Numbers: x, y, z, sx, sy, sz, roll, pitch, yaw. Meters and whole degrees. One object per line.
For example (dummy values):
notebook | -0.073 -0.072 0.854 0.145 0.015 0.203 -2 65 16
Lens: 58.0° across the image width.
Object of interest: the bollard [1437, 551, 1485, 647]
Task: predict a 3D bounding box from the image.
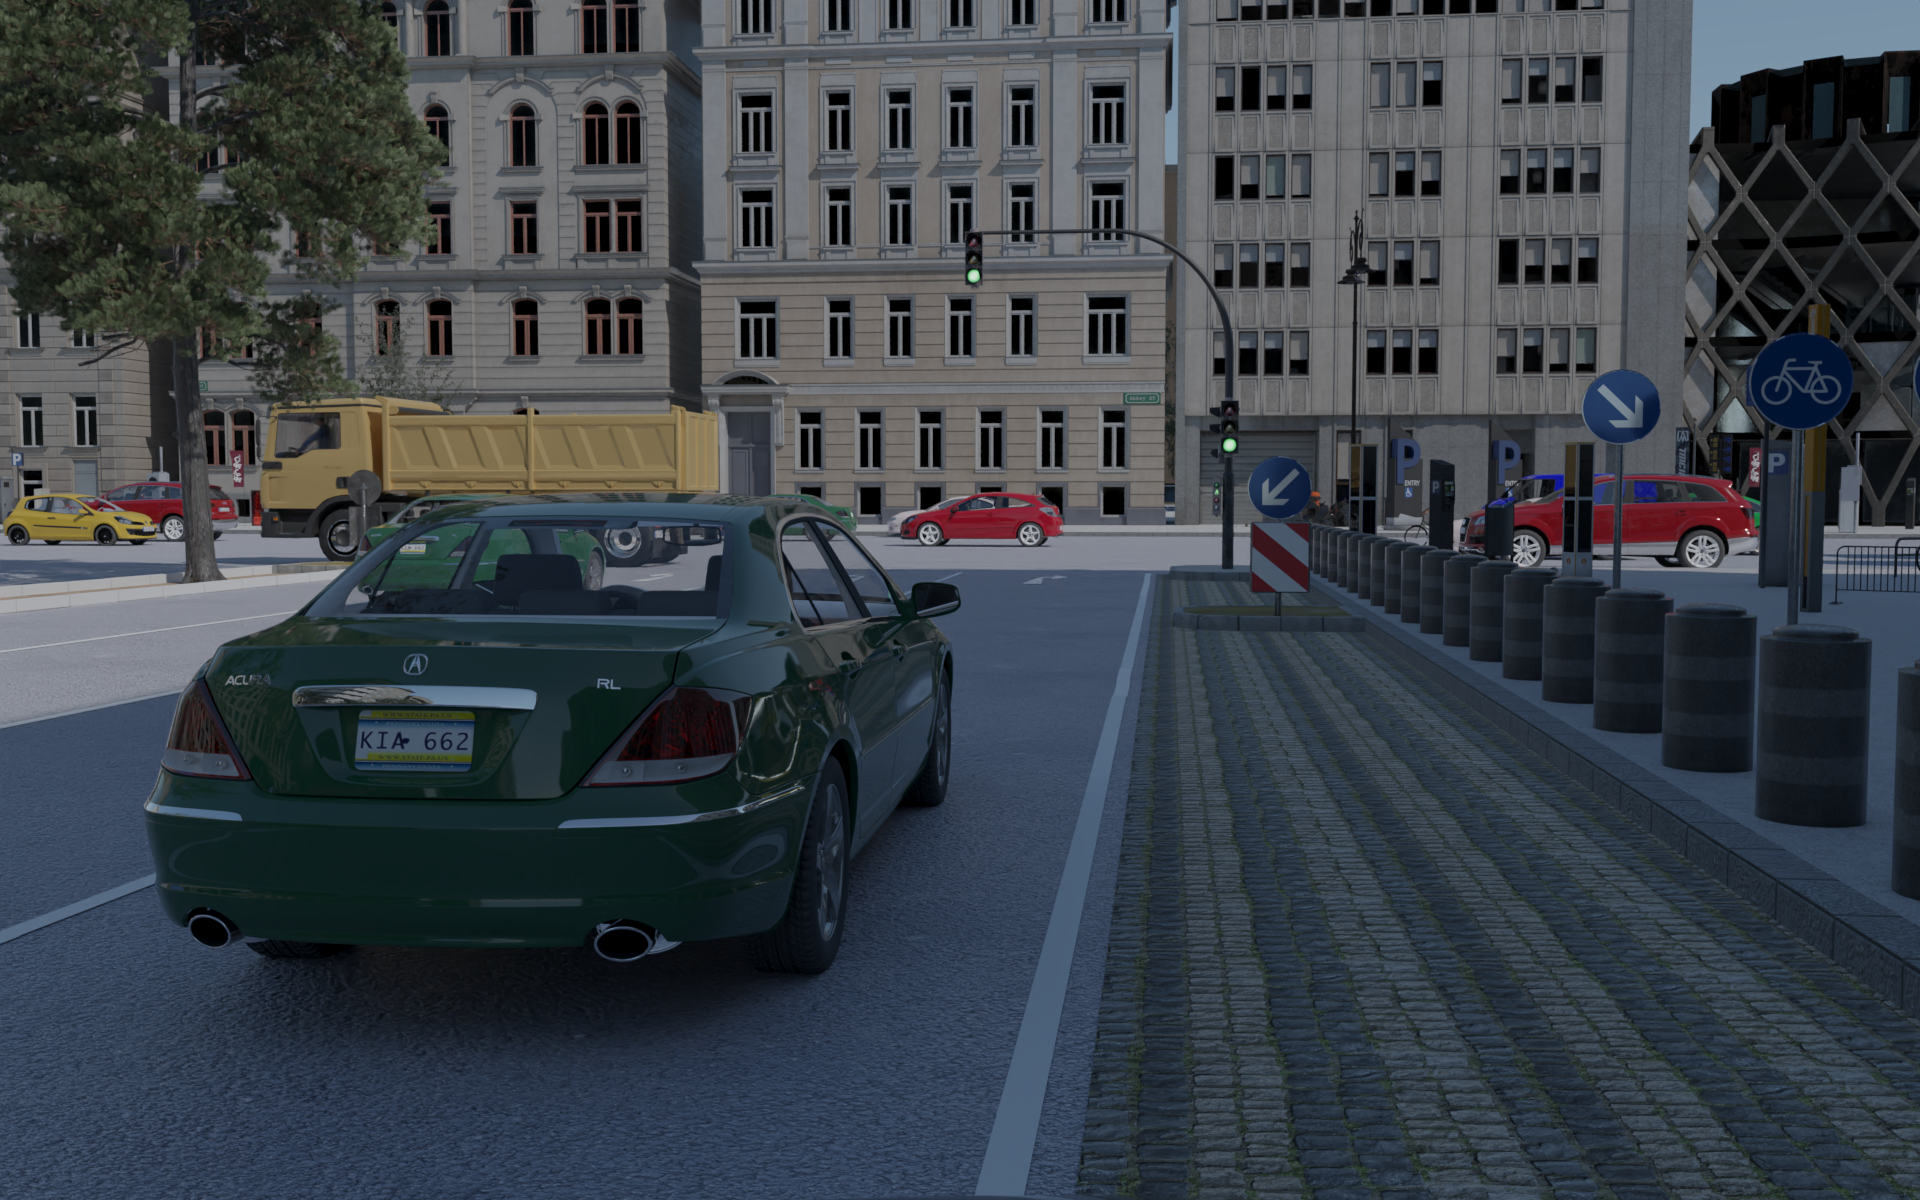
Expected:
bollard | 4.307 0.002 14.684 0.404 0.777 0.398 0 3 0

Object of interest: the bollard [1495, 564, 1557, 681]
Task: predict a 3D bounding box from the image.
bollard | 3.992 0.162 12.061 0.404 0.777 0.398 0 3 0

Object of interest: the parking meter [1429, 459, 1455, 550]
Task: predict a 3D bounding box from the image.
parking meter | 8.078 -1.426 29.034 0.255 1.863 0.399 -2 4 -24

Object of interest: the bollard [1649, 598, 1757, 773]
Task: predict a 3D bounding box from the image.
bollard | 3.519 0.403 8.136 0.404 0.777 0.398 0 3 0

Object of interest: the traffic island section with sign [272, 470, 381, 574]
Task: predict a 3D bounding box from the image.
traffic island section with sign | -11.213 -1.448 31.805 2.006 1.907 1.989 0 4 7

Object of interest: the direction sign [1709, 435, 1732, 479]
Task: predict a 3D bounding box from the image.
direction sign | 29.051 -4.540 66.229 0.379 3.537 0.876 -3 5 -39

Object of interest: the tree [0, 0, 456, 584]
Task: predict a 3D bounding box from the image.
tree | -12.198 -7.181 27.285 7.806 13.903 7.818 0 3 0

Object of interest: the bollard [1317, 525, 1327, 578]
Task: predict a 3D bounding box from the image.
bollard | 5.721 -0.721 26.513 0.404 0.777 0.398 0 3 0

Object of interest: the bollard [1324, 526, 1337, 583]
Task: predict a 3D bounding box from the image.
bollard | 5.556 -0.641 25.190 0.404 0.777 0.398 0 3 0

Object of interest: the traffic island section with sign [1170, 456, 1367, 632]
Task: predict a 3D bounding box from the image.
traffic island section with sign | 3.327 -0.628 18.890 1.989 1.847 2.006 0 4 7

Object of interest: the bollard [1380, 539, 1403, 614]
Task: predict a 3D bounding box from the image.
bollard | 4.773 -0.238 18.613 0.404 0.777 0.398 0 3 0

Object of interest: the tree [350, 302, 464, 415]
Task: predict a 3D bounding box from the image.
tree | -21.474 -7.113 66.654 4.360 8.622 3.978 0 3 0

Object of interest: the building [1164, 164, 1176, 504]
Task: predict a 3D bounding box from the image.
building | 29.691 -35.715 234.045 14.200 45.320 14.600 0 4 7

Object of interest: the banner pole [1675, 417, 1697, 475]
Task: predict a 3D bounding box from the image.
banner pole | 23.839 -4.085 56.809 0.401 3.779 0.863 -3 5 -43

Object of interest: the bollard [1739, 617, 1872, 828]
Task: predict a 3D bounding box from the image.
bollard | 3.363 0.483 6.828 0.404 0.777 0.398 0 3 0

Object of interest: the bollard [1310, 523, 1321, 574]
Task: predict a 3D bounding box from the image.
bollard | 5.877 -0.802 27.822 0.404 0.777 0.398 0 3 0

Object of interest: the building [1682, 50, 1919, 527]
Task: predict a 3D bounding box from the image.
building | 37.838 -12.681 74.792 16.811 18.784 16.820 0 4 7

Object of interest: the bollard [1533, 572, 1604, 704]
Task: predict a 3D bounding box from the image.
bollard | 3.828 0.243 10.751 0.404 0.777 0.398 0 3 0

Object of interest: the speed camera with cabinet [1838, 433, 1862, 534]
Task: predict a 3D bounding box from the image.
speed camera with cabinet | 29.230 -3.827 56.911 0.660 3.252 2.038 2 4 26

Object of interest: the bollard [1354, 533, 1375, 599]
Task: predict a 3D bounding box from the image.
bollard | 5.090 -0.399 21.237 0.404 0.777 0.398 0 3 0

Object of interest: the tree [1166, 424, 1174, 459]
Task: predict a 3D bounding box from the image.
tree | 18.800 -11.883 128.703 8.767 10.594 7.601 3 5 42

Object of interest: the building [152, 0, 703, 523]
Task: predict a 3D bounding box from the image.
building | -22.687 -17.912 80.245 23.554 28.519 14.401 0 4 7

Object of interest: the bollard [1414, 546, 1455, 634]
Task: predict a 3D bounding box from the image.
bollard | 4.459 -0.078 15.992 0.404 0.777 0.398 0 3 0

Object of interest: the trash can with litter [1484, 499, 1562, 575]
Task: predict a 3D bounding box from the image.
trash can with litter | 8.645 -0.947 26.535 2.233 1.210 1.678 -1 4 -23

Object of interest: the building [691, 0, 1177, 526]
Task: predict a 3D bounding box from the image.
building | -0.519 -17.810 77.105 20.117 28.700 13.634 0 4 7

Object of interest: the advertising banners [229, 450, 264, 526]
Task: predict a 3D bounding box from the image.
advertising banners | -28.178 -4.485 69.523 2.074 3.025 0.090 -1 4 -17

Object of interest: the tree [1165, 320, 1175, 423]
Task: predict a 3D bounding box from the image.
tree | 24.770 -20.383 189.157 12.611 20.169 13.585 0 3 0

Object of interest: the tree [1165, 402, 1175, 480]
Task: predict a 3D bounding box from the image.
tree | 22.731 -14.756 158.263 9.611 12.733 9.660 0 3 0

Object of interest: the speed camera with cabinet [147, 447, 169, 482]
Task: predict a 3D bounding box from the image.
speed camera with cabinet | -34.205 -4.798 72.786 2.038 3.252 0.660 1 4 22

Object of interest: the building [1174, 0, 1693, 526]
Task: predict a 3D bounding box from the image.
building | 19.386 -15.719 75.033 19.932 24.808 12.078 0 4 7

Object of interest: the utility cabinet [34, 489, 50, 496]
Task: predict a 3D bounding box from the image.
utility cabinet | -36.885 -3.726 69.600 0.318 1.500 1.173 -1 4 -14

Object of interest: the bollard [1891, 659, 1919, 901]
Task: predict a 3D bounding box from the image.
bollard | 3.204 0.562 5.521 0.404 0.777 0.398 0 3 0

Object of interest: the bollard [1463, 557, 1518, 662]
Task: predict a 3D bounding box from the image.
bollard | 4.148 0.082 13.377 0.404 0.777 0.398 0 3 0

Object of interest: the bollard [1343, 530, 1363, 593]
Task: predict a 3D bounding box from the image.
bollard | 5.246 -0.479 22.549 0.404 0.777 0.398 0 3 0

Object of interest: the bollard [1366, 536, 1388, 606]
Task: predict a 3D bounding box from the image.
bollard | 4.930 -0.318 19.920 0.404 0.777 0.398 0 3 0

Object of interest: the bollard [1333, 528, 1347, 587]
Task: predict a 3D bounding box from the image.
bollard | 5.409 -0.560 23.873 0.404 0.777 0.398 0 3 0

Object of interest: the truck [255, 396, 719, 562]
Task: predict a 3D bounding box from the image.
truck | -9.980 -2.408 35.294 9.791 3.379 3.469 0 4 7

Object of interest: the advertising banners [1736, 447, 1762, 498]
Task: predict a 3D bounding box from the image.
advertising banners | 29.020 -4.200 64.851 2.074 3.025 0.090 0 4 -1

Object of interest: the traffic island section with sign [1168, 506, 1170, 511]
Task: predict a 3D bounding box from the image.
traffic island section with sign | 22.275 -10.312 177.233 1.989 1.847 2.006 0 4 7

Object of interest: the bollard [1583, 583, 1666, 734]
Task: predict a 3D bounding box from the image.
bollard | 3.672 0.323 9.444 0.404 0.777 0.398 0 3 0

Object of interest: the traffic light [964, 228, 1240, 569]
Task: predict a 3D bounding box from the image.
traffic light | 2.472 -3.364 29.675 4.771 5.953 1.251 0 4 7

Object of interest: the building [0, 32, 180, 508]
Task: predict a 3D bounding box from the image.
building | -47.852 -17.418 82.049 25.104 27.353 12.463 0 4 7

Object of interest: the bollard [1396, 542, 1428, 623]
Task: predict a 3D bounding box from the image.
bollard | 4.614 -0.158 17.306 0.404 0.777 0.398 0 3 0

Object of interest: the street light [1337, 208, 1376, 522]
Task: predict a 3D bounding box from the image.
street light | 6.452 -3.399 28.358 0.468 5.910 1.993 0 4 7

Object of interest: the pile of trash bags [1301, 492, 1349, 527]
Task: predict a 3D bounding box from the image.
pile of trash bags | 14.353 -3.591 68.466 1.912 1.369 3.447 0 4 -4

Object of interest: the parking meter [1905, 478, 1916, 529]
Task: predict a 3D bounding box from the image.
parking meter | 34.703 -3.519 63.239 0.255 1.863 0.399 3 4 36
